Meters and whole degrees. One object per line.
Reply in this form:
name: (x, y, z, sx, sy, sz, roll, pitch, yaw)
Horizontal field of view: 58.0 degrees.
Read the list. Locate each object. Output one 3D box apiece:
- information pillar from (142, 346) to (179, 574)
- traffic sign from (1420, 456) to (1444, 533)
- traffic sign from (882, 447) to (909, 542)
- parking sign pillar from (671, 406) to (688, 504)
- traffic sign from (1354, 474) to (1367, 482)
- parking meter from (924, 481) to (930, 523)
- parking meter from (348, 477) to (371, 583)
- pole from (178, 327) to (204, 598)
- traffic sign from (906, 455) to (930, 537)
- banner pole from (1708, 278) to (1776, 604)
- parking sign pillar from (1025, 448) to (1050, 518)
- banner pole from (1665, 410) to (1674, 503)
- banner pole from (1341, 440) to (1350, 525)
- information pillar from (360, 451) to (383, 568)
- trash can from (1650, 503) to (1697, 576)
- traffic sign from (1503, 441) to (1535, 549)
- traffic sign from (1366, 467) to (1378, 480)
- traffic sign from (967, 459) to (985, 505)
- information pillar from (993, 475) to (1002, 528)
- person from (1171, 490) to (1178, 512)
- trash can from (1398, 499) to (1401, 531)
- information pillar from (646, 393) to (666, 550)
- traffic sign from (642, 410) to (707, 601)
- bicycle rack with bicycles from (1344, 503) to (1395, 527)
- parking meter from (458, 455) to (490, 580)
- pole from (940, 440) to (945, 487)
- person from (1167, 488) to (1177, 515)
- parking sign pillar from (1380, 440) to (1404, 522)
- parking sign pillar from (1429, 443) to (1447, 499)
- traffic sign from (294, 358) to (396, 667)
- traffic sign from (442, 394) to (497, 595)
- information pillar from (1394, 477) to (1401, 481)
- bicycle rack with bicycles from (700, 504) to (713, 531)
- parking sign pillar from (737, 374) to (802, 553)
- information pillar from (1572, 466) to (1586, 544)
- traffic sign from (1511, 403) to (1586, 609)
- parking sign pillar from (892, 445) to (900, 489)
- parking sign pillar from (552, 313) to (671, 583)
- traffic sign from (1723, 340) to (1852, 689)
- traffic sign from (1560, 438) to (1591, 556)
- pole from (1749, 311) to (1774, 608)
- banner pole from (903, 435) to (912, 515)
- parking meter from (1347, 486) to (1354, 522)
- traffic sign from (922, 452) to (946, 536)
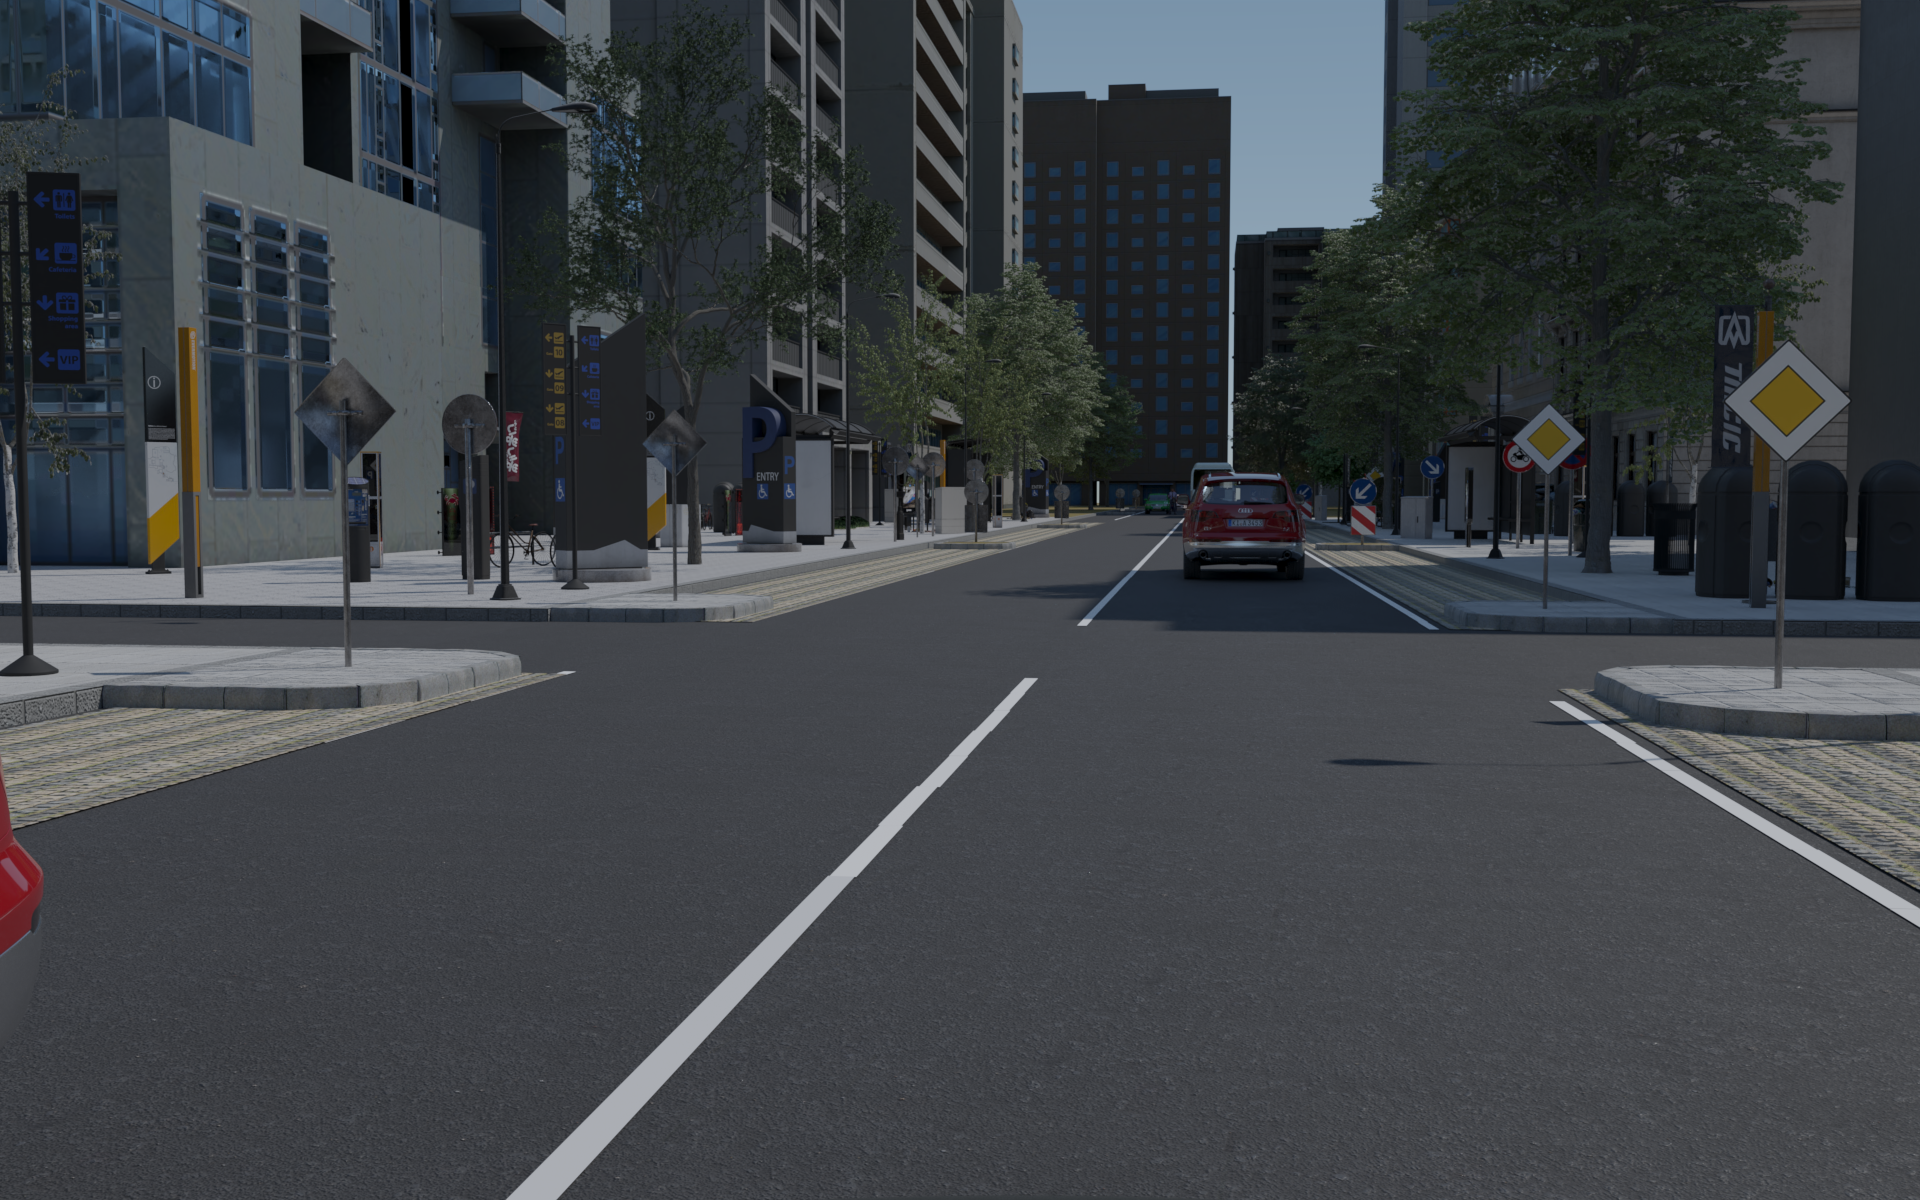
information pillar: (-12.812, -2.226, 27.752, 0.183, 3.616, 0.504, 3, 5, 42)
traffic sign: (15.694, -3.516, 57.592, 0.768, 2.556, 0.104, 1, 4, 16)
traffic sign: (-1.749, -2.843, 46.588, 0.768, 2.556, 0.104, 1, 4, 17)
parking sign pillar: (-8.486, -3.821, 50.941, 1.447, 3.967, 1.447, 1, 4, 13)
traffic sign: (21.383, -5.672, 92.839, 0.768, 2.556, 0.104, 1, 4, 10)
parking meter: (-1.517, -4.339, 76.647, 0.255, 1.863, 0.399, 1, 4, 19)
parking meter: (-8.784, -1.027, 25.205, 0.372, 1.533, 0.369, 0, 3, 0)
pole: (-9.460, -1.679, 21.297, 0.158, 3.312, 0.155, 0, 3, 0)
traffic sign: (-1.261, -3.058, 51.180, 0.795, 2.450, 0.064, 1, 4, 17)
banner pole: (9.165, -1.847, 20.220, 0.863, 3.779, 0.401, 0, 4, -1)
parking sign pillar: (4.131, -6.434, 93.673, 1.447, 3.967, 1.447, 2, 4, 26)
banner pole: (19.348, -3.500, 47.235, 0.401, 3.779, 0.863, 1, 4, 11)
banner pole: (15.879, -4.950, 70.952, 0.401, 3.779, 0.863, 0, 4, -1)
information pillar: (-10.163, -1.556, 29.930, 0.304, 2.012, 0.304, -1, 4, -9)
trash can: (11.298, -0.962, 27.390, 0.748, 1.137, 0.748, 0, 3, 0)
traffic sign: (13.120, -2.481, 40.672, 0.768, 2.556, 0.104, 1, 4, 8)
traffic sign: (17.193, -4.315, 71.741, 0.795, 2.450, 0.064, 1, 4, 10)
traffic sign: (0.512, -3.869, 63.366, 0.768, 2.556, 0.104, 1, 4, 11)
information pillar: (1.423, -3.745, 65.728, 0.304, 2.012, 0.304, -1, 4, -19)
person: (17.126, -7.976, 139.442, 0.750, 1.759, 0.617, -2, 4, -26)
trash can: (14.234, -2.661, 55.166, 0.748, 1.137, 0.748, 0, 3, 0)
information pillar: (-6.959, -2.942, 39.460, 0.504, 3.616, 0.183, 0, 4, 4)
traffic sign: (-3.412, -1.044, 20.713, 0.795, 2.450, 0.064, 0, 4, 8)
bicycle rack with bicycles: (16.673, -3.303, 67.394, 2.852, 0.926, 2.925, -1, 4, -17)
parking meter: (-7.288, -1.240, 25.990, 0.399, 1.863, 0.255, 1, 4, 18)
pole: (-0.653, -4.377, 65.414, 0.158, 3.312, 0.155, 0, 3, 0)
person: (14.803, -6.873, 120.747, 0.709, 1.838, 0.599, 1, 4, 12)
parking sign pillar: (19.977, -5.557, 79.325, 1.447, 3.967, 1.447, 0, 4, 0)
parking sign pillar: (24.961, -6.241, 90.516, 1.447, 3.967, 1.447, 3, 4, 37)
traffic sign: (-4.543, -0.561, 12.808, 0.795, 2.450, 0.064, 0, 4, 8)
traffic sign: (-6.253, -1.343, 22.057, 0.768, 2.556, 0.104, 1, 4, 13)
information pillar: (19.271, -4.398, 76.404, 0.304, 2.012, 0.304, 0, 4, 3)
bicycle rack with bicycles: (-9.839, -2.985, 62.184, 2.852, 0.926, 2.925, 1, 4, 9)
parking sign pillar: (-4.252, -3.061, 38.514, 1.447, 3.967, 1.447, 3, 5, 39)
information pillar: (16.028, -2.465, 44.792, 0.304, 2.012, 0.304, 3, 5, 40)
traffic sign: (6.528, -0.956, 19.276, 0.795, 2.450, 0.064, 0, 4, 8)
parking sign pillar: (-3.446, -6.427, 93.550, 1.447, 3.967, 1.447, 0, 4, -2)
parking sign pillar: (-5.316, -2.272, 25.624, 1.447, 3.967, 1.447, -3, 4, -36)
traffic sign: (5.398, -0.473, 11.371, 0.795, 2.450, 0.064, 0, 4, 8)
traffic sign: (12.706, -2.195, 35.998, 0.768, 2.556, 0.104, 1, 4, 11)
pole: (8.998, -1.566, 19.440, 0.158, 3.312, 0.155, 0, 3, 0)
banner pole: (-2.169, -4.962, 71.151, 0.401, 3.779, 0.863, -2, 4, -33)
parking meter: (18.003, -4.547, 80.057, 0.399, 1.863, 0.255, 0, 4, 5)
traffic sign: (-0.820, -3.200, 52.433, 0.768, 2.556, 0.104, 1, 4, 14)
